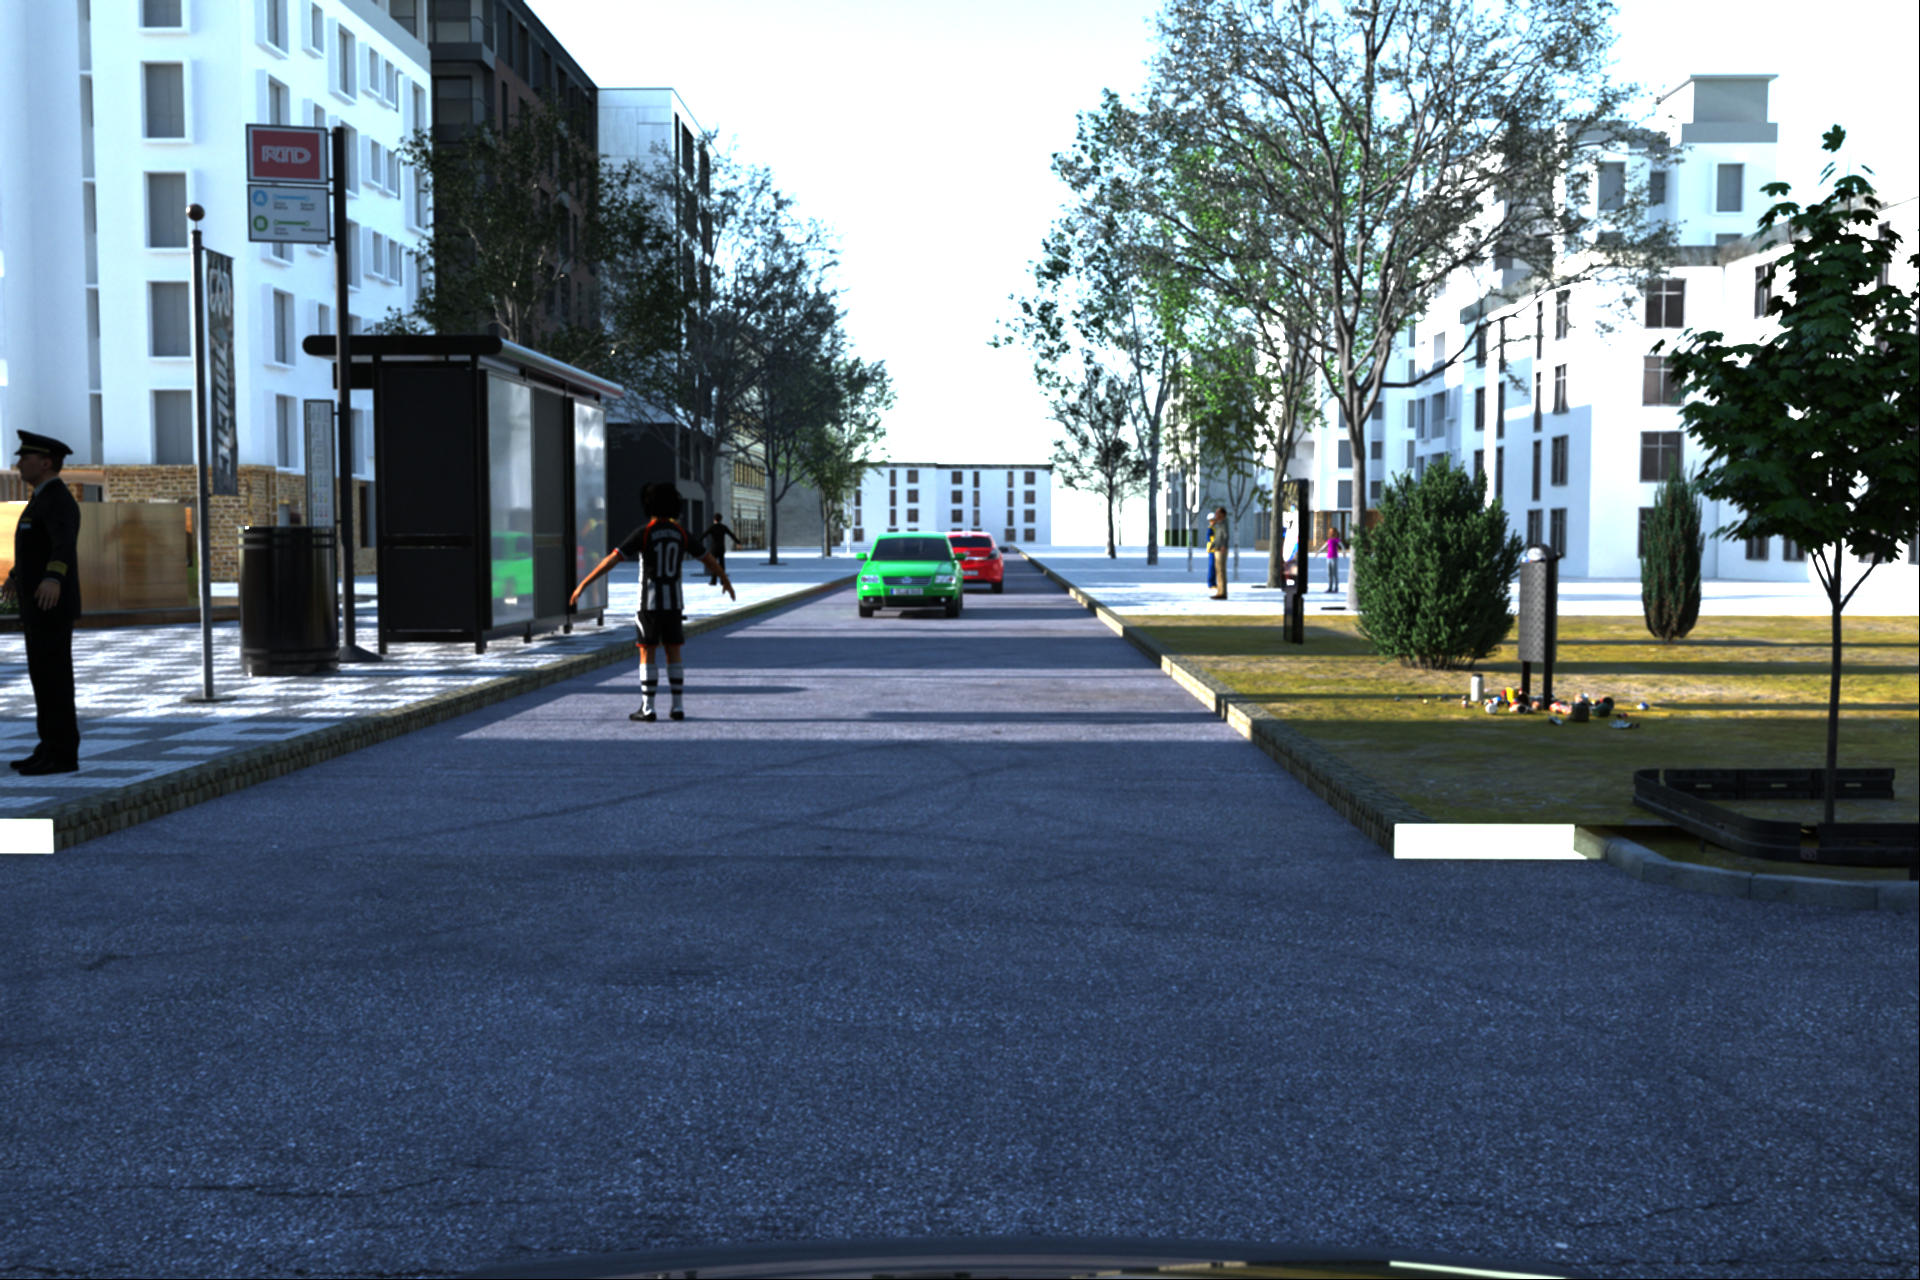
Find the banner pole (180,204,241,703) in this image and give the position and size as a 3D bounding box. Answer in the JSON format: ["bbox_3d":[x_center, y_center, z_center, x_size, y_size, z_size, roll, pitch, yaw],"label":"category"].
[{"bbox_3d":[-5.791,-1.434,13.471,0.401,3.779,0.863,0,4,1],"label":"banner pole"}]

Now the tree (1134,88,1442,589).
[{"bbox_3d":[7.673,-7.042,40.886,9.928,11.665,9.643,0,3,0],"label":"tree"}]

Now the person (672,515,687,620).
[{"bbox_3d":[-4.286,-1.226,25.809,0.705,1.858,1.354,-3,5,-43],"label":"person"}]

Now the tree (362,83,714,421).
[{"bbox_3d":[-8.494,-6.161,35.139,8.767,10.594,7.601,2,4,29],"label":"tree"}]

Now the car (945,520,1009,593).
[{"bbox_3d":[0.152,-2.094,43.270,2.155,1.783,4.494,0,4,0],"label":"car"}]

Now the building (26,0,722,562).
[{"bbox_3d":[-27.085,-14.294,77.687,27.936,21.610,32.646,0,4,1],"label":"building"}]

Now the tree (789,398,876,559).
[{"bbox_3d":[-6.756,-8.430,88.196,4.737,8.622,4.395,0,3,0],"label":"tree"}]

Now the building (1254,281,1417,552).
[{"bbox_3d":[28.231,-17.011,134.544,16.016,20.090,11.380,0,4,2],"label":"building"}]

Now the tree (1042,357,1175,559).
[{"bbox_3d":[7.710,-9.547,90.510,7.601,10.594,8.767,1,4,9],"label":"tree"}]

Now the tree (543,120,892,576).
[{"bbox_3d":[-7.707,-8.688,52.423,12.009,13.543,11.850,0,3,0],"label":"tree"}]

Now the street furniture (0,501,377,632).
[{"bbox_3d":[-15.073,-1.200,26.478,9.812,1.723,11.010,2,4,27],"label":"street furniture"}]

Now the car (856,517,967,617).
[{"bbox_3d":[-0.852,-1.368,31.169,1.959,1.807,4.718,0,4,1],"label":"car"}]

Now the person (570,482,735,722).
[{"bbox_3d":[-2.313,-0.288,13.305,1.345,1.843,0.704,-2,4,-32],"label":"person"}]

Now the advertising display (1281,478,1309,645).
[{"bbox_3d":[3.951,-0.933,20.466,0.123,1.923,0.974,0,4,-1],"label":"advertising display"}]

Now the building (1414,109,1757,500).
[{"bbox_3d":[27.519,-13.898,83.648,16.016,20.090,11.380,0,4,2],"label":"building"}]

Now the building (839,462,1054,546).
[{"bbox_3d":[-3.086,-15.783,202.653,28.070,9.664,9.099,0,4,-5],"label":"building"}]

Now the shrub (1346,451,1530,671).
[{"bbox_3d":[4.544,-0.762,16.508,1.661,2.075,1.752,0,3,0],"label":"shrub"}]

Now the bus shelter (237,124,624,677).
[{"bbox_3d":[-5.843,-2.575,19.734,2.179,5.291,8.768,0,4,1],"label":"bus shelter"}]

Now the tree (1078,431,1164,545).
[{"bbox_3d":[18.338,-17.687,199.558,12.009,13.543,11.850,0,3,0],"label":"tree"}]

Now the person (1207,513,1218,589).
[{"bbox_3d":[6.018,-2.086,40.578,0.721,1.772,1.216,2,4,23],"label":"person"}]

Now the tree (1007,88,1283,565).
[{"bbox_3d":[8.167,-13.261,72.702,12.611,20.169,13.585,0,3,0],"label":"tree"}]

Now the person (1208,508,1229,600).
[{"bbox_3d":[5.102,-1.696,34.002,0.705,1.796,1.348,0,4,-3],"label":"person"}]

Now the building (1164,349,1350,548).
[{"bbox_3d":[30.525,-18.828,174.303,16.747,18.905,31.486,0,4,1],"label":"building"}]

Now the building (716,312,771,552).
[{"bbox_3d":[-25.495,-18.547,134.165,19.493,23.208,18.063,0,4,1],"label":"building"}]

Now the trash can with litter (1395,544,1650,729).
[{"bbox_3d":[4.173,-0.085,12.453,1.678,1.210,2.233,0,4,1],"label":"trash can with litter"}]

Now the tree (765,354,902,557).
[{"bbox_3d":[-7.328,-10.498,97.405,9.928,11.665,9.643,0,3,0],"label":"tree"}]

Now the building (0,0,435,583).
[{"bbox_3d":[-23.460,-11.666,47.153,16.016,20.090,11.380,0,4,2],"label":"building"}]

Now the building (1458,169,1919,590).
[{"bbox_3d":[22.924,-6.636,50.652,9.099,9.664,28.070,0,4,1],"label":"building"}]

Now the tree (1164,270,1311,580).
[{"bbox_3d":[7.682,-5.966,47.899,4.737,8.622,4.395,0,3,0],"label":"tree"}]

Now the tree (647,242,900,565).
[{"bbox_3d":[-7.654,-9.886,72.005,12.009,13.543,11.850,0,3,0],"label":"tree"}]

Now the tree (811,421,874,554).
[{"bbox_3d":[-6.906,-9.836,111.179,4.360,8.622,3.978,0,3,0],"label":"tree"}]

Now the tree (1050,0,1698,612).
[{"bbox_3d":[6.635,-7.228,28.552,12.009,13.543,11.850,0,3,0],"label":"tree"}]

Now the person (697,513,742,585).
[{"bbox_3d":[-6.076,-2.276,43.391,1.347,1.806,0.705,-2,4,-29],"label":"person"}]

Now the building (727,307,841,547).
[{"bbox_3d":[-22.343,-21.188,177.358,19.493,23.208,18.063,0,4,1],"label":"building"}]

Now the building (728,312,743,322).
[{"bbox_3d":[-23.758,-17.890,148.920,16.016,20.090,11.380,0,4,0],"label":"building"}]

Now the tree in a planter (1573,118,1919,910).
[{"bbox_3d":[3.816,-0.628,7.498,1.991,3.239,1.994,0,4,1],"label":"tree in a planter"}]

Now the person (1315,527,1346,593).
[{"bbox_3d":[8.093,-1.745,37.798,0.599,1.433,0.991,-2,4,-28],"label":"person"}]

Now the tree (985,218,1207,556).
[{"bbox_3d":[8.179,-15.183,104.130,12.611,20.169,13.585,0,3,0],"label":"tree"}]

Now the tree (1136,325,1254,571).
[{"bbox_3d":[7.921,-6.674,59.478,4.360,8.622,3.978,0,3,0],"label":"tree"}]

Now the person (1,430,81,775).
[{"bbox_3d":[-4.959,-0.209,9.358,0.705,1.837,1.347,-3,4,-36],"label":"person"}]
